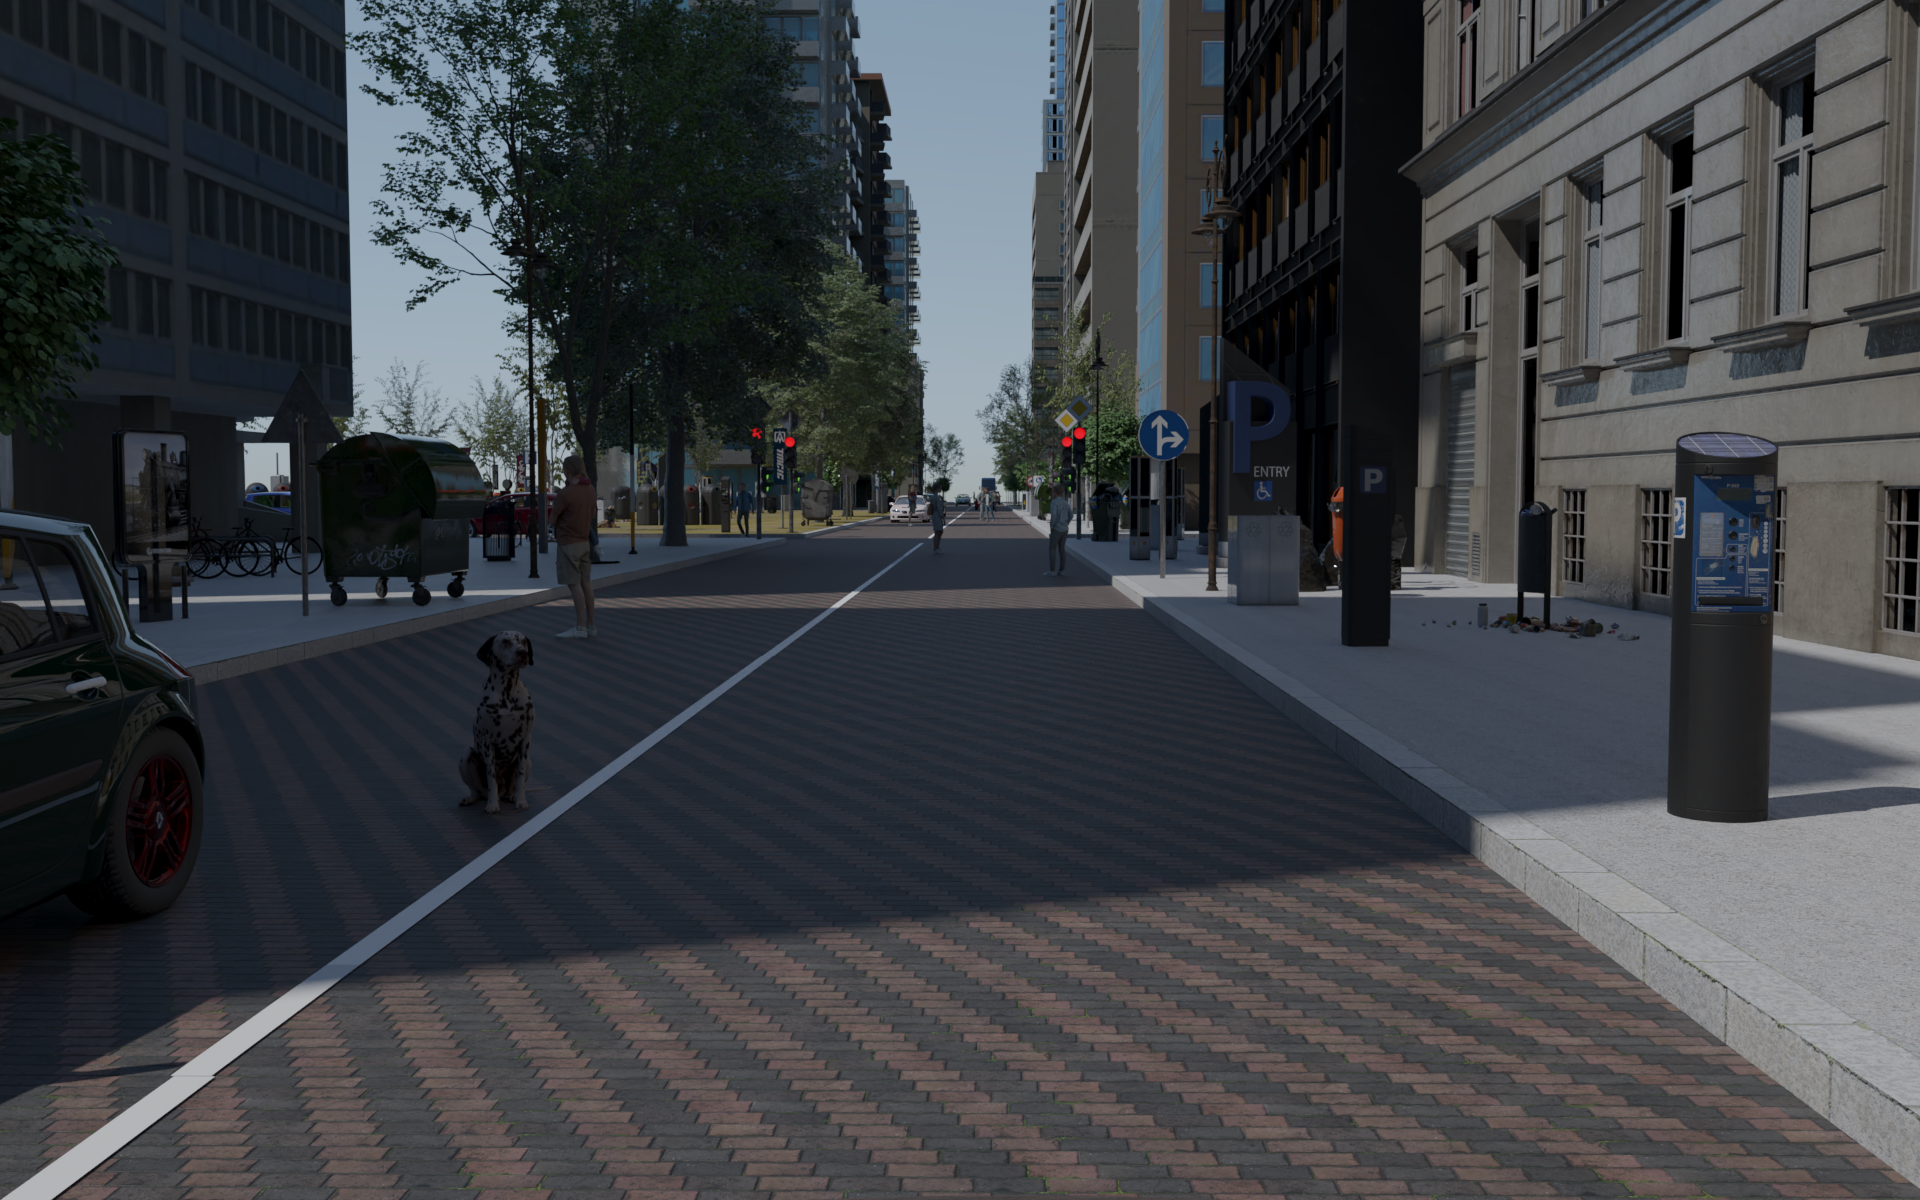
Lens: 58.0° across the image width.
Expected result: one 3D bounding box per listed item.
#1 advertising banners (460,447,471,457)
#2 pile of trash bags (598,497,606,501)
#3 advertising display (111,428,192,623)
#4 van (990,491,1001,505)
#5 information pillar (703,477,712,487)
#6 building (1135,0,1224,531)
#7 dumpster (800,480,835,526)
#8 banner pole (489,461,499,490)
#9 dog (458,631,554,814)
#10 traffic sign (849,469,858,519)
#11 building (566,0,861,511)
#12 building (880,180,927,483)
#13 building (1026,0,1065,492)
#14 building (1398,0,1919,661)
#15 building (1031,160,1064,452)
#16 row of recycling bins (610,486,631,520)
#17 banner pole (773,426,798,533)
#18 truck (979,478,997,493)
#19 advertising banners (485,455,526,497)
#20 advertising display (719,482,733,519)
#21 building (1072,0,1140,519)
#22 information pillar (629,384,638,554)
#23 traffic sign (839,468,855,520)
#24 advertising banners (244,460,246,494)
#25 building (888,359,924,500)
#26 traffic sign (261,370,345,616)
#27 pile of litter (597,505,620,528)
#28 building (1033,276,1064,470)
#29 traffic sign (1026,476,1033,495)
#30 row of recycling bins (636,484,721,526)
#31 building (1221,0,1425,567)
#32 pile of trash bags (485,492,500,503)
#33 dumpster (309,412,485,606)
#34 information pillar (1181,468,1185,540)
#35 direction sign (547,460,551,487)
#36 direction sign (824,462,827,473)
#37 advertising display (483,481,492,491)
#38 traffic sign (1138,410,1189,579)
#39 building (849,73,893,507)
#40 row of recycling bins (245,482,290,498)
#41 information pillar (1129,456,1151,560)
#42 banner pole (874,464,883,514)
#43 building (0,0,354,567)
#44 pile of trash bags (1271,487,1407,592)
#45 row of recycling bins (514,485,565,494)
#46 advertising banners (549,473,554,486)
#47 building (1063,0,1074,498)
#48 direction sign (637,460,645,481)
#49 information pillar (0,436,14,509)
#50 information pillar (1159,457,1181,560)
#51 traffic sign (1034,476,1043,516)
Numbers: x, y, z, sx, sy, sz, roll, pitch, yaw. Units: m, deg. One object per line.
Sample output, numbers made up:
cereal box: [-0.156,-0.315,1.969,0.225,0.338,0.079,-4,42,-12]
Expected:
advertising banners: [-18.807,-4.133,63.763,0.090,3.025,2.074,3,4,36]
pile of trash bags: [-19.991,-5.667,102.410,3.447,1.369,1.912,1,4,19]
advertising display: [-8.094,-0.744,17.385,0.123,1.923,0.974,1,4,14]
van: [4.633,-13.914,234.509,2.013,2.044,4.112,0,4,-1]
information pillar: [-11.186,-4.420,76.756,0.304,2.012,0.304,3,4,38]
building: [14.366,-25.414,65.622,14.200,45.320,14.600,0,4,1]
dumpster: [-5.739,-3.904,69.583,1.264,1.857,1.865,0,4,1]
banner pole: [-34.593,-8.462,128.378,0.863,3.779,0.401,-2,4,-26]
dog: [-2.068,0.535,8.083,0.513,0.831,0.800,1,4,14]
traffic sign: [-5.599,-5.420,88.726,0.768,2.556,0.104,0,4,8]
building: [-20.087,-32.293,147.604,23.786,49.044,30.456,0,4,1]
building: [-17.292,-39.365,263.229,23.786,49.044,30.456,0,4,1]
building: [21.810,-58.725,272.820,22.319,86.520,31.000,0,4,1]
building: [14.597,-11.045,13.877,16.112,22.955,30.059,0,4,1]
building: [21.129,-38.122,246.992,21.300,48.544,21.600,0,4,1]
row of recycling bins: [-17.232,-4.948,88.018,1.069,1.692,3.534,0,4,-5]
banner pole: [-5.834,-4.141,57.729,0.863,3.779,0.401,0,4,5]
truck: [4.762,-17.646,278.264,2.967,4.110,18.799,0,4,-1]
advertising banners: [-20.152,-4.922,76.661,2.074,3.025,0.090,-1,4,-17]
advertising display: [-12.214,-5.210,90.400,0.974,1.923,0.123,3,5,40]
building: [17.585,-29.021,98.193,21.300,48.544,21.600,0,4,1]
information pillar: [-6.998,-2.791,36.980,0.183,3.616,0.504,-1,4,-9]
traffic sign: [-5.541,-5.182,84.834,0.768,2.556,0.104,0,4,8]
advertising banners: [-35.832,-5.627,88.186,2.074,3.025,0.090,-1,4,-21]
building: [-19.184,-23.819,234.475,27.650,21.520,28.899,0,4,1]
traffic sign: [-6.890,-1.111,18.164,0.884,2.594,0.081,0,4,2]
pile of litter: [-13.517,-3.166,65.733,1.176,0.858,1.719,-1,4,-17]
building: [16.678,-28.018,229.797,14.160,30.474,14.107,0,4,1]
traffic sign: [4.996,-7.370,120.597,0.768,2.556,0.104,1,4,11]
row of recycling bins: [-11.569,-3.926,71.310,3.534,1.692,1.069,-2,4,-25]
building: [12.914,-12.703,37.369,12.332,23.373,15.834,0,4,1]
pile of trash bags: [-24.341,-5.084,92.881,1.912,1.369,3.447,-3,4,-37]
dumpster: [-6.641,-1.102,20.510,1.502,2.255,1.985,0,4,1]
information pillar: [6.059,-2.666,48.088,0.304,2.012,0.304,1,4,22]
direction sign: [-27.239,-7.496,114.550,0.379,3.537,0.876,-2,4,-32]
direction sign: [-9.946,-8.471,130.489,0.876,3.537,0.379,0,4,-3]
advertising display: [-23.712,-4.953,86.189,0.123,1.923,0.974,3,5,40]
traffic sign: [3.080,-1.599,26.251,0.768,2.556,0.104,0,4,3]
building: [-18.388,-32.004,177.894,22.147,44.769,28.867,0,4,1]
row of recycling bins: [-24.333,-3.302,61.097,3.534,1.692,1.069,-2,4,-25]
information pillar: [3.493,-1.779,33.575,0.304,2.012,0.304,-2,4,-31]
banner pole: [-5.123,-7.318,109.671,0.863,3.779,0.401,2,4,32]
building: [-25.225,-20.771,31.492,23.993,40.220,32.217,0,4,1]
pile of trash bags: [4.960,-0.809,22.975,1.912,1.369,3.447,0,4,4]
row of recycling bins: [-19.905,-4.653,83.186,3.534,1.692,1.069,2,4,24]
advertising banners: [-28.738,-7.536,119.405,0.090,3.025,2.074,3,4,36]
building: [20.061,-46.174,193.197,20.563,71.187,20.611,0,4,1]
direction sign: [-21.261,-7.556,115.536,0.876,3.537,0.379,3,5,41]
information pillar: [-12.807,-1.950,23.240,0.183,3.616,0.504,-1,4,-20]
information pillar: [4.089,-1.804,33.988,0.304,2.012,0.304,1,4,21]
traffic sign: [4.436,-5.818,97.258,0.606,2.300,0.079,1,4,10]
